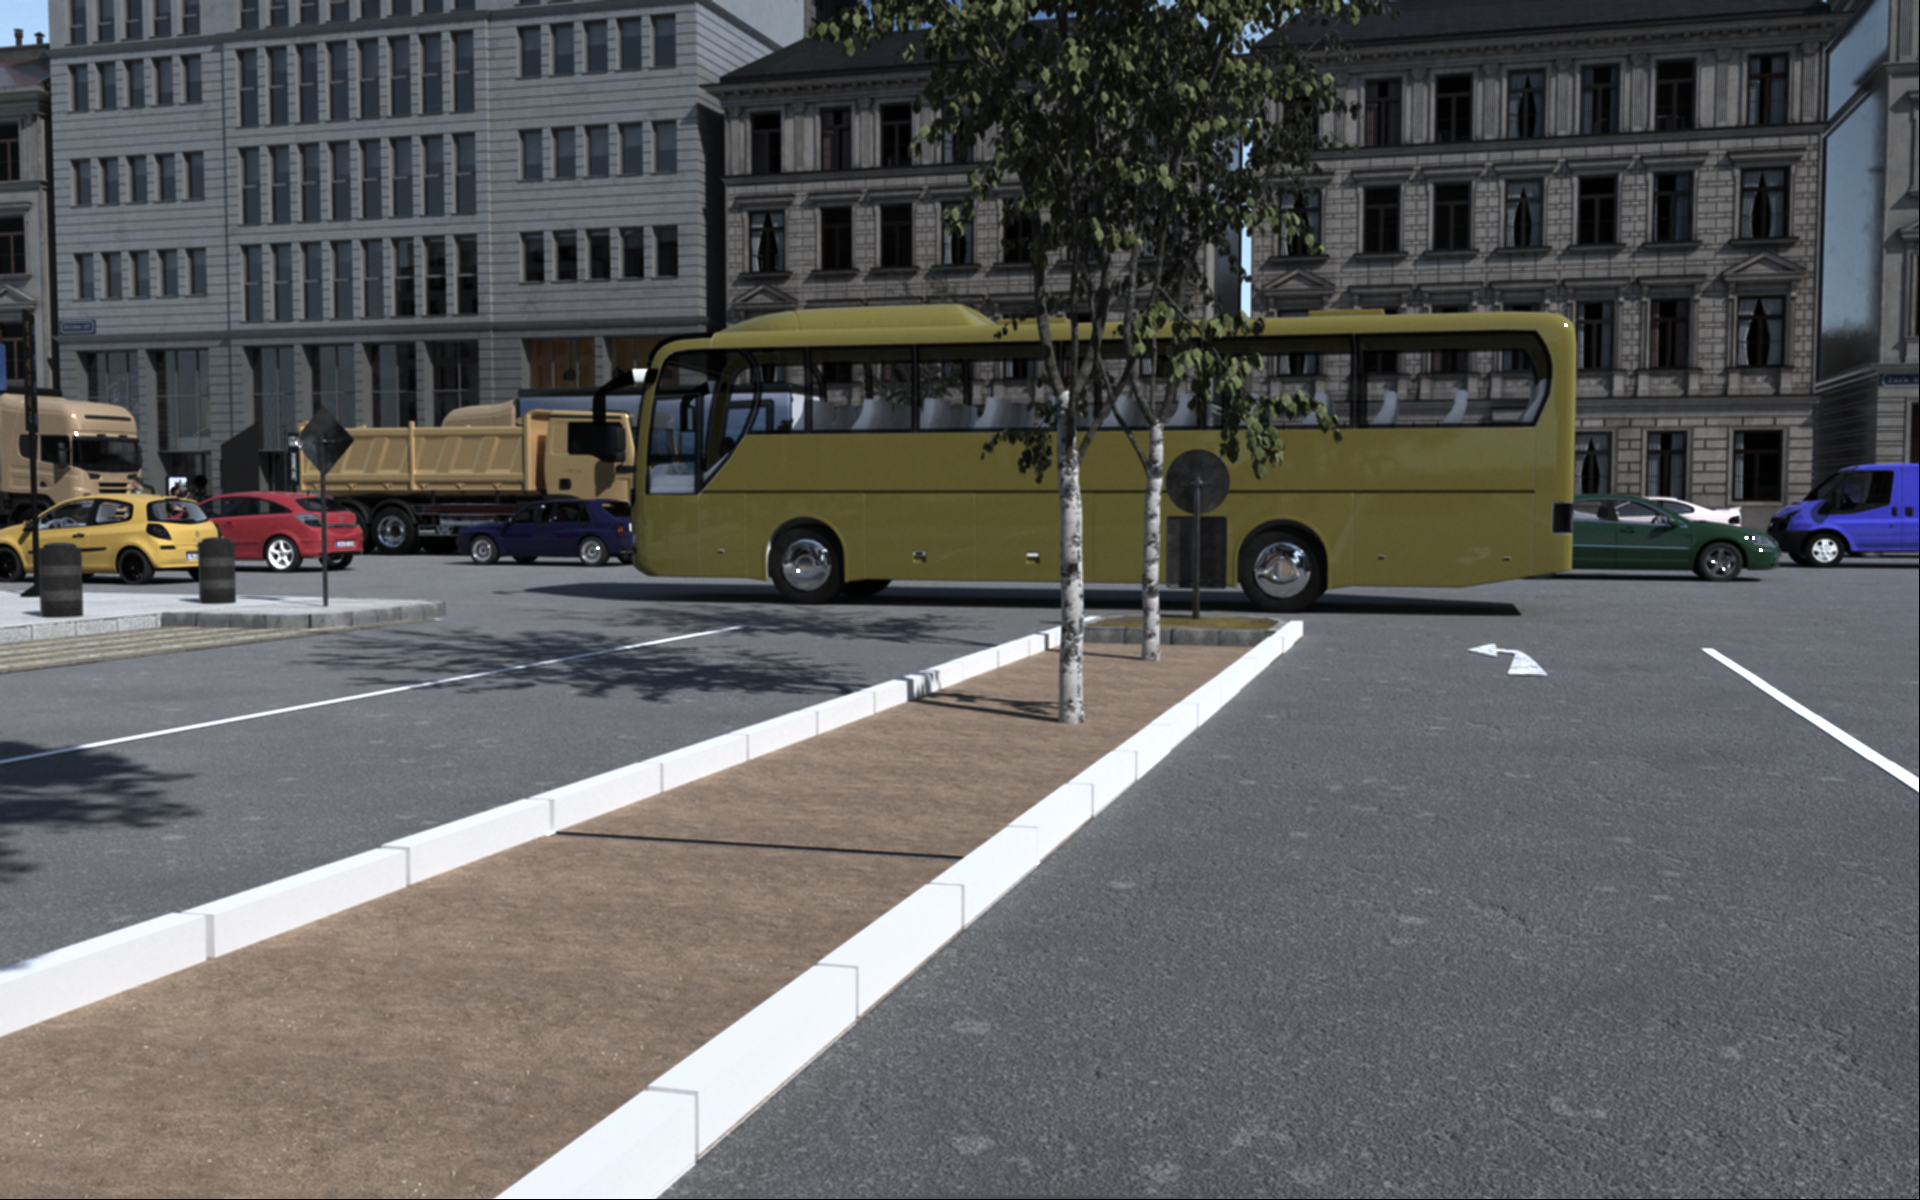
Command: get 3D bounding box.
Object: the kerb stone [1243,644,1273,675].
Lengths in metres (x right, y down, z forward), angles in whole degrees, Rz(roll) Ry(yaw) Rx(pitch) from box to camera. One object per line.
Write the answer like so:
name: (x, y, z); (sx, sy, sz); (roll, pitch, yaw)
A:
kerb stone: (2.405, 0.497, 14.078); (0.120, 0.150, 1.000); (1, 4, 16)

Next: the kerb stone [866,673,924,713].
kerb stone: (-0.466, 0.640, 11.736); (0.120, 0.150, 1.000); (1, 4, 16)

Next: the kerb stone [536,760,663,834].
kerb stone: (-1.624, 0.882, 7.780); (0.120, 0.150, 1.000); (1, 4, 16)

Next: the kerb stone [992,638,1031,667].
kerb stone: (0.403, 0.457, 14.717); (0.120, 0.150, 1.000); (1, 4, 16)

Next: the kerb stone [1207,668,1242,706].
kerb stone: (1.833, 0.621, 12.106); (0.120, 0.150, 1.000); (1, 4, 16)

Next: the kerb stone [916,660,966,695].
kerb stone: (-0.174, 0.580, 12.723); (0.120, 0.150, 1.000); (1, 4, 16)

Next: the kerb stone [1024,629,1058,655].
kerb stone: (0.696, 0.397, 15.707); (0.120, 0.150, 1.000); (1, 4, 16)

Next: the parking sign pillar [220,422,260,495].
parking sign pillar: (-26.840, -4.653, 64.542); (1.447, 3.967, 1.447); (-2, 4, -34)

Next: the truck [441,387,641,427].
truck: (-9.264, -3.537, 46.742); (11.283, 4.237, 2.839); (1, 4, 17)

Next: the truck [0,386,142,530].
truck: (-26.549, -3.490, 45.978); (11.283, 4.237, 2.839); (1, 4, 16)

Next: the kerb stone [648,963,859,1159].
kerb stone: (-0.479, 1.099, 4.221); (0.120, 0.150, 1.000); (1, 4, 16)

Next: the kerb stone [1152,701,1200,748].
kerb stone: (1.253, 0.738, 10.136); (0.120, 0.150, 1.000); (1, 4, 16)

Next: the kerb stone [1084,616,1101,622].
kerb stone: (1.278, 0.276, 17.687); (0.120, 0.150, 1.000); (1, 4, 16)

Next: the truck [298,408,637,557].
truck: (-10.638, -2.747, 40.844); (9.791, 3.379, 3.469); (1, 4, 15)

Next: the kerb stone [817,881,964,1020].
kerb stone: (-0.193, 1.039, 5.207); (0.120, 0.150, 1.000); (1, 4, 16)

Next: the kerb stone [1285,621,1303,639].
kerb stone: (3.271, 0.315, 17.052); (0.120, 0.150, 1.000); (1, 4, 16)

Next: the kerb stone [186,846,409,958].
kerb stone: (-2.203, 1.008, 5.805); (0.120, 0.150, 1.000); (1, 4, 16)

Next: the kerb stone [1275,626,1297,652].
kerb stone: (2.993, 0.375, 16.062); (0.120, 0.150, 1.000); (1, 4, 16)

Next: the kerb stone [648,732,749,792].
kerb stone: (-1.334, 0.822, 8.765); (0.120, 0.150, 1.000); (1, 4, 16)

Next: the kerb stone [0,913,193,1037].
kerb stone: (-2.496, 1.063, 4.815); (0.120, 0.150, 1.000); (1, 4, 16)

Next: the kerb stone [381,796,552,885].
kerb stone: (-1.918, 0.942, 6.797); (0.120, 0.150, 1.000); (1, 4, 16)

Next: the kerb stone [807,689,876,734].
kerb stone: (-0.756, 0.701, 10.735); (0.120, 0.150, 1.000); (1, 4, 16)

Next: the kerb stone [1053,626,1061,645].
kerb stone: (0.985, 0.341, 16.692); (0.120, 0.150, 1.000); (1, 4, 16)

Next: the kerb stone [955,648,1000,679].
kerb stone: (0.109, 0.518, 13.720); (0.120, 0.150, 1.000); (1, 4, 16)

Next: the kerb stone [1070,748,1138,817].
kerb stone: (0.675, 0.858, 8.162); (0.120, 0.150, 1.000); (1, 4, 16)

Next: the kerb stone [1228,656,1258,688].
kerb stone: (2.117, 0.561, 13.093); (0.120, 0.150, 1.000); (1, 4, 16)

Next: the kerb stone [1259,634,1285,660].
kerb stone: (2.689, 0.436, 15.064); (0.120, 0.150, 1.000); (1, 4, 16)

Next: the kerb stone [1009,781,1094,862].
kerb stone: (0.381, 0.919, 7.178); (0.120, 0.150, 1.000); (1, 4, 16)

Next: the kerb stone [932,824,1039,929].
kerb stone: (0.098, 0.980, 6.191); (0.120, 0.150, 1.000); (1, 4, 16)

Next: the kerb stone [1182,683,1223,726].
kerb stone: (1.546, 0.677, 11.120); (0.120, 0.150, 1.000); (1, 4, 16)

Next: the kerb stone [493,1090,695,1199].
kerb stone: (-0.763, 1.160, 3.234); (0.120, 0.150, 1.000); (1, 4, 16)

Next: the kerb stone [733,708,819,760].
kerb stone: (-1.046, 0.761, 9.751); (0.120, 0.150, 1.000); (1, 4, 16)

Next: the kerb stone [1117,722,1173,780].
kerb stone: (0.968, 0.798, 9.148); (0.120, 0.150, 1.000); (1, 4, 16)
